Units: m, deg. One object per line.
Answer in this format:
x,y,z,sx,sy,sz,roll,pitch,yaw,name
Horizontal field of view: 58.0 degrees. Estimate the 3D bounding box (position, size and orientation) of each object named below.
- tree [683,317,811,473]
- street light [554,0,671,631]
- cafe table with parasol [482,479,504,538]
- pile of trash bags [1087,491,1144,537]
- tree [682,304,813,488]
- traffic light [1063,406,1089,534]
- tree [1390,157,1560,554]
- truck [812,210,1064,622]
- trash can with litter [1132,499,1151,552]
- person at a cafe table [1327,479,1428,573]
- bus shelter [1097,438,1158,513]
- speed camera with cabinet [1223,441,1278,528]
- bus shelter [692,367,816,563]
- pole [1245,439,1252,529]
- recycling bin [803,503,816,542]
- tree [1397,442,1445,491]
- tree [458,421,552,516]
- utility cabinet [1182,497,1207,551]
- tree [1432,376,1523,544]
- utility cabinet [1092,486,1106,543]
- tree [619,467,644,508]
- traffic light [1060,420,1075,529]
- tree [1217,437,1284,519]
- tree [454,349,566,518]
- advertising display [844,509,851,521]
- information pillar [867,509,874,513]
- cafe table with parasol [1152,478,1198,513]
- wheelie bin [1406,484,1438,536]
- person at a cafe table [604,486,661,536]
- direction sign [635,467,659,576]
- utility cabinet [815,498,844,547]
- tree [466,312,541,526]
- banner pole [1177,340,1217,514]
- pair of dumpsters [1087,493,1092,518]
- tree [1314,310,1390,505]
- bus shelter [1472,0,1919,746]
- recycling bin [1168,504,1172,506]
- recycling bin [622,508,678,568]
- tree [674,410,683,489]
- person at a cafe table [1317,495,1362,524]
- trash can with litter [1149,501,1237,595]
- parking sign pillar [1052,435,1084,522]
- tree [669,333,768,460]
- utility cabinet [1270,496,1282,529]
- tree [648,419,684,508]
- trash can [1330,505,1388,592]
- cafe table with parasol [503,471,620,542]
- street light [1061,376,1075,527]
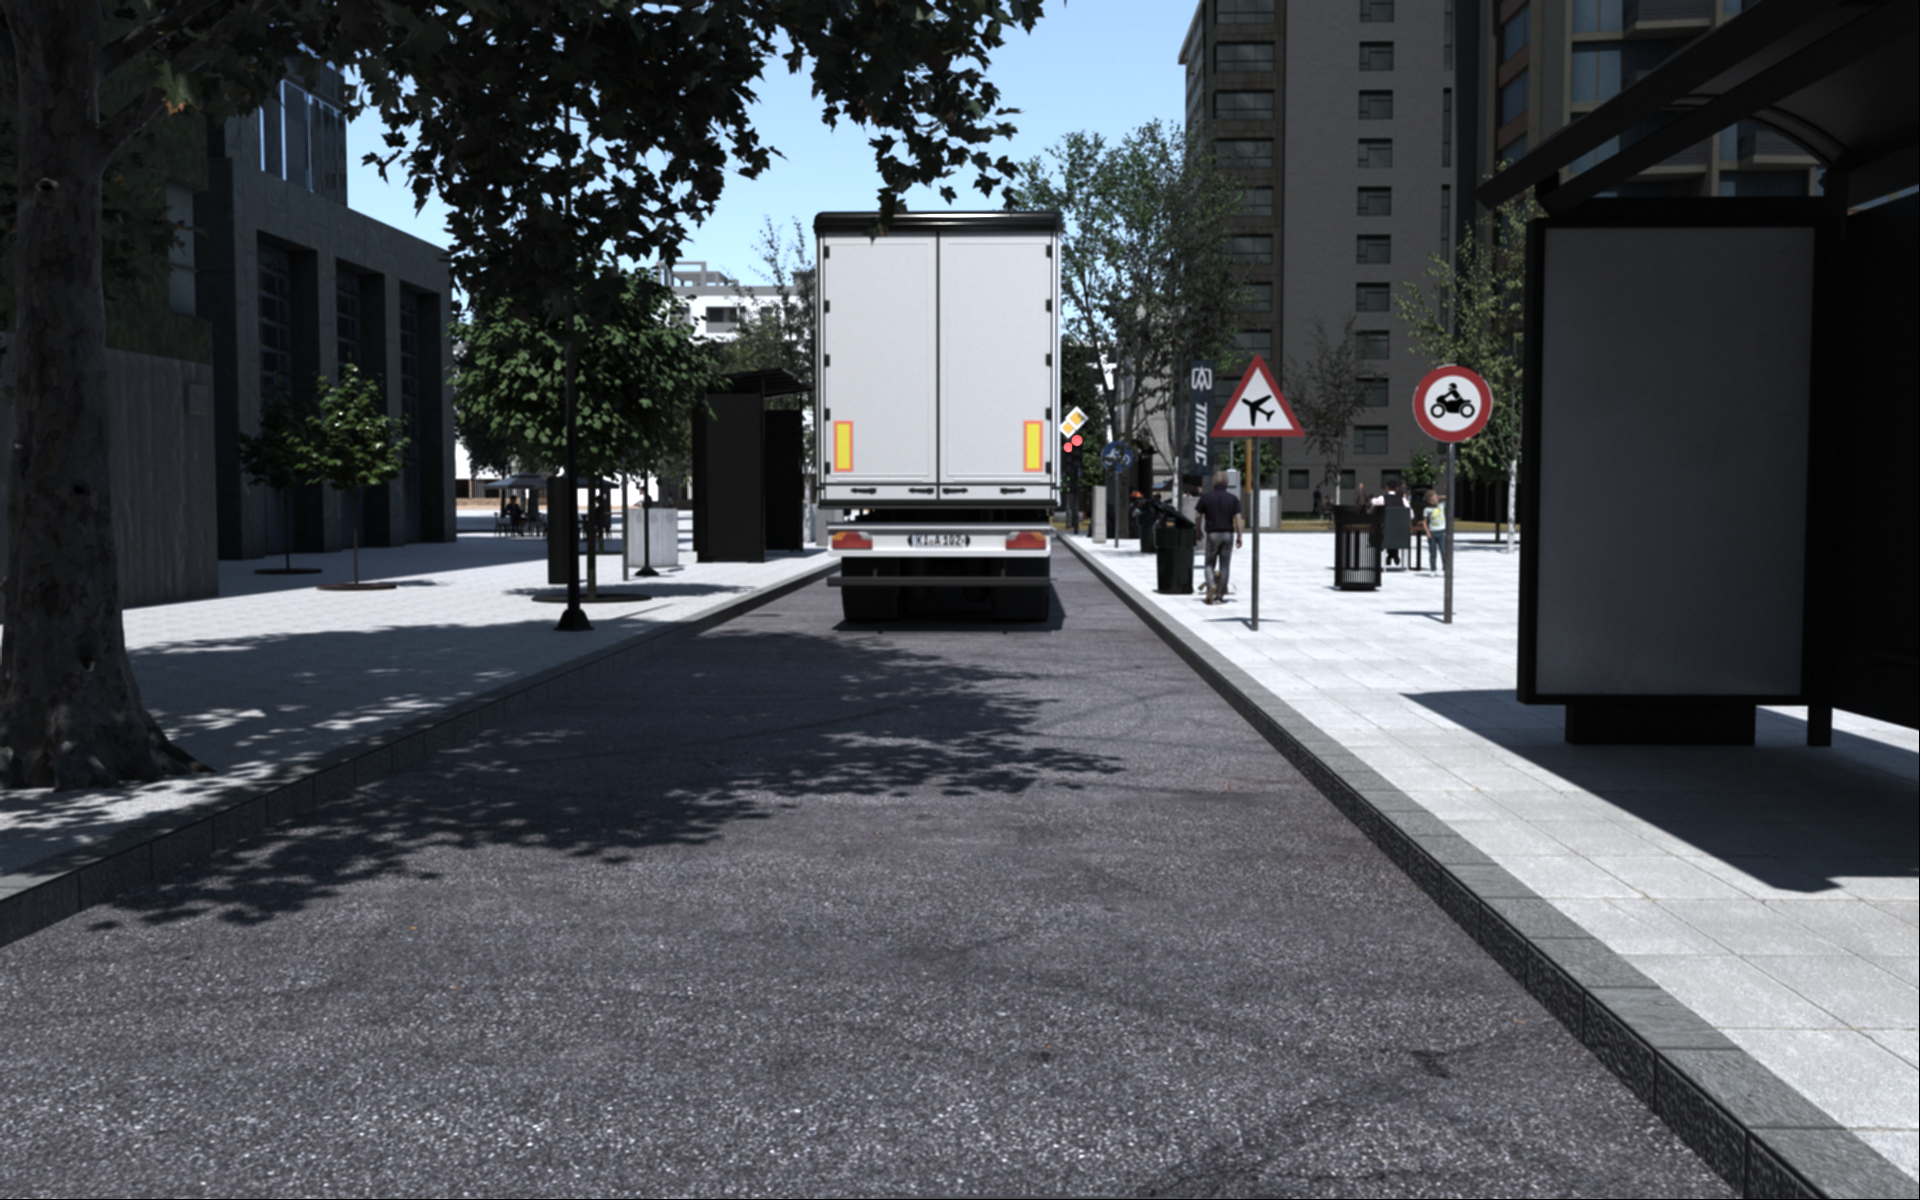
-12.940,-11.798,111.023,7.486,12.596,7.792,0,3,0,tree
-3.104,-2.668,16.156,1.470,5.913,1.316,0,4,2,street light
-12.963,-2.862,51.661,2.610,1.966,2.610,1,4,18,cafe table with parasol
5.016,-2.610,52.430,1.912,1.369,3.447,1,4,18,pile of trash bags
-7.731,-7.172,67.628,4.737,8.622,4.395,0,3,0,tree
3.698,-4.058,55.261,0.839,4.253,0.868,0,4,2,traffic light
11.774,-5.319,37.328,4.737,8.622,4.395,0,3,0,tree
-0.049,-2.071,22.774,2.839,4.237,11.283,0,4,2,truck
4.350,-1.629,38.015,1.055,1.170,0.624,-2,4,-31,trash can with litter
7.134,-1.247,28.901,1.698,1.524,1.622,0,4,1,person at a cafe table
6.288,-4.366,65.304,2.014,3.302,5.546,0,4,2,bus shelter
10.856,-4.319,64.949,2.038,3.252,0.660,0,4,5,speed camera with cabinet
-4.065,-2.693,35.313,1.731,3.624,6.357,0,4,2,bus shelter
10.704,-4.308,64.287,0.158,3.312,0.155,0,3,0,pole
-4.002,-2.097,46.845,0.722,1.027,0.722,-2,4,-25,recycling bin
17.101,-4.284,64.649,1.663,3.219,1.824,0,3,0,tree
-25.990,-11.250,102.061,7.486,12.596,7.792,0,3,0,tree
5.416,-1.737,39.567,1.020,1.237,0.306,3,4,38,utility cabinet
13.971,-3.744,44.921,4.285,4.588,4.351,0,3,0,tree
3.681,-2.263,45.672,0.318,1.500,1.173,0,4,1,utility cabinet
-23.175,-10.670,124.814,4.360,8.622,3.978,0,3,0,tree
3.933,-4.546,63.243,0.839,4.253,0.868,0,4,2,traffic light
14.893,-6.429,88.820,4.285,4.588,4.351,0,3,0,tree
-24.420,-9.624,91.763,8.767,10.594,7.601,0,4,2,tree
-3.896,-3.010,54.424,0.974,1.923,0.123,-2,4,-24,advertising display
-3.527,-4.819,70.149,0.504,3.616,0.183,1,4,16,information pillar
9.261,-4.328,75.625,2.610,1.966,2.610,3,4,38,cafe table with parasol
14.267,-2.786,53.460,0.980,1.594,0.693,1,4,17,wheelie bin
-9.892,-2.707,52.768,1.622,1.524,1.698,2,4,27,person at a cafe table
-4.957,-2.161,27.322,0.379,3.537,0.876,-1,4,-11,direction sign
-3.181,-1.896,42.155,0.306,1.237,1.020,-2,4,-30,utility cabinet
-17.829,-7.286,69.487,4.737,8.622,4.395,0,3,0,tree
3.819,-2.348,28.411,0.863,3.779,0.401,-1,4,-22,banner pole
6.565,-5.585,93.813,1.574,2.255,4.437,0,4,2,pair of dumpsters
14.797,-7.241,68.754,4.360,8.622,3.978,0,3,0,tree
3.588,-0.757,6.302,2.014,3.302,5.546,0,4,2,bus shelter
5.891,-1.996,45.197,0.722,1.027,0.722,-2,4,-27,recycling bin
-5.439,-1.091,30.400,0.722,1.027,0.722,3,5,44,recycling bin
-11.078,-7.981,80.851,4.737,8.622,4.395,0,3,0,tree
16.341,-3.919,74.938,1.726,1.238,1.698,0,4,-5,person at a cafe table
3.013,-0.667,22.290,1.055,1.170,0.624,0,4,3,trash can with litter
4.938,-5.536,78.989,1.447,3.967,1.447,0,4,-5,parking sign pillar
-13.979,-10.170,100.692,7.601,10.594,8.767,1,4,12,tree
11.510,-3.181,63.178,0.306,1.237,1.020,1,4,19,utility cabinet
-23.223,-13.223,134.320,7.486,12.596,7.792,0,3,0,tree
5.282,-0.692,22.970,0.748,1.137,0.748,0,3,0,trash can
-10.428,-2.584,47.109,2.610,1.966,2.610,2,4,30,cafe table with parasol
3.884,-5.778,67.012,1.470,5.913,1.316,0,4,2,street light
